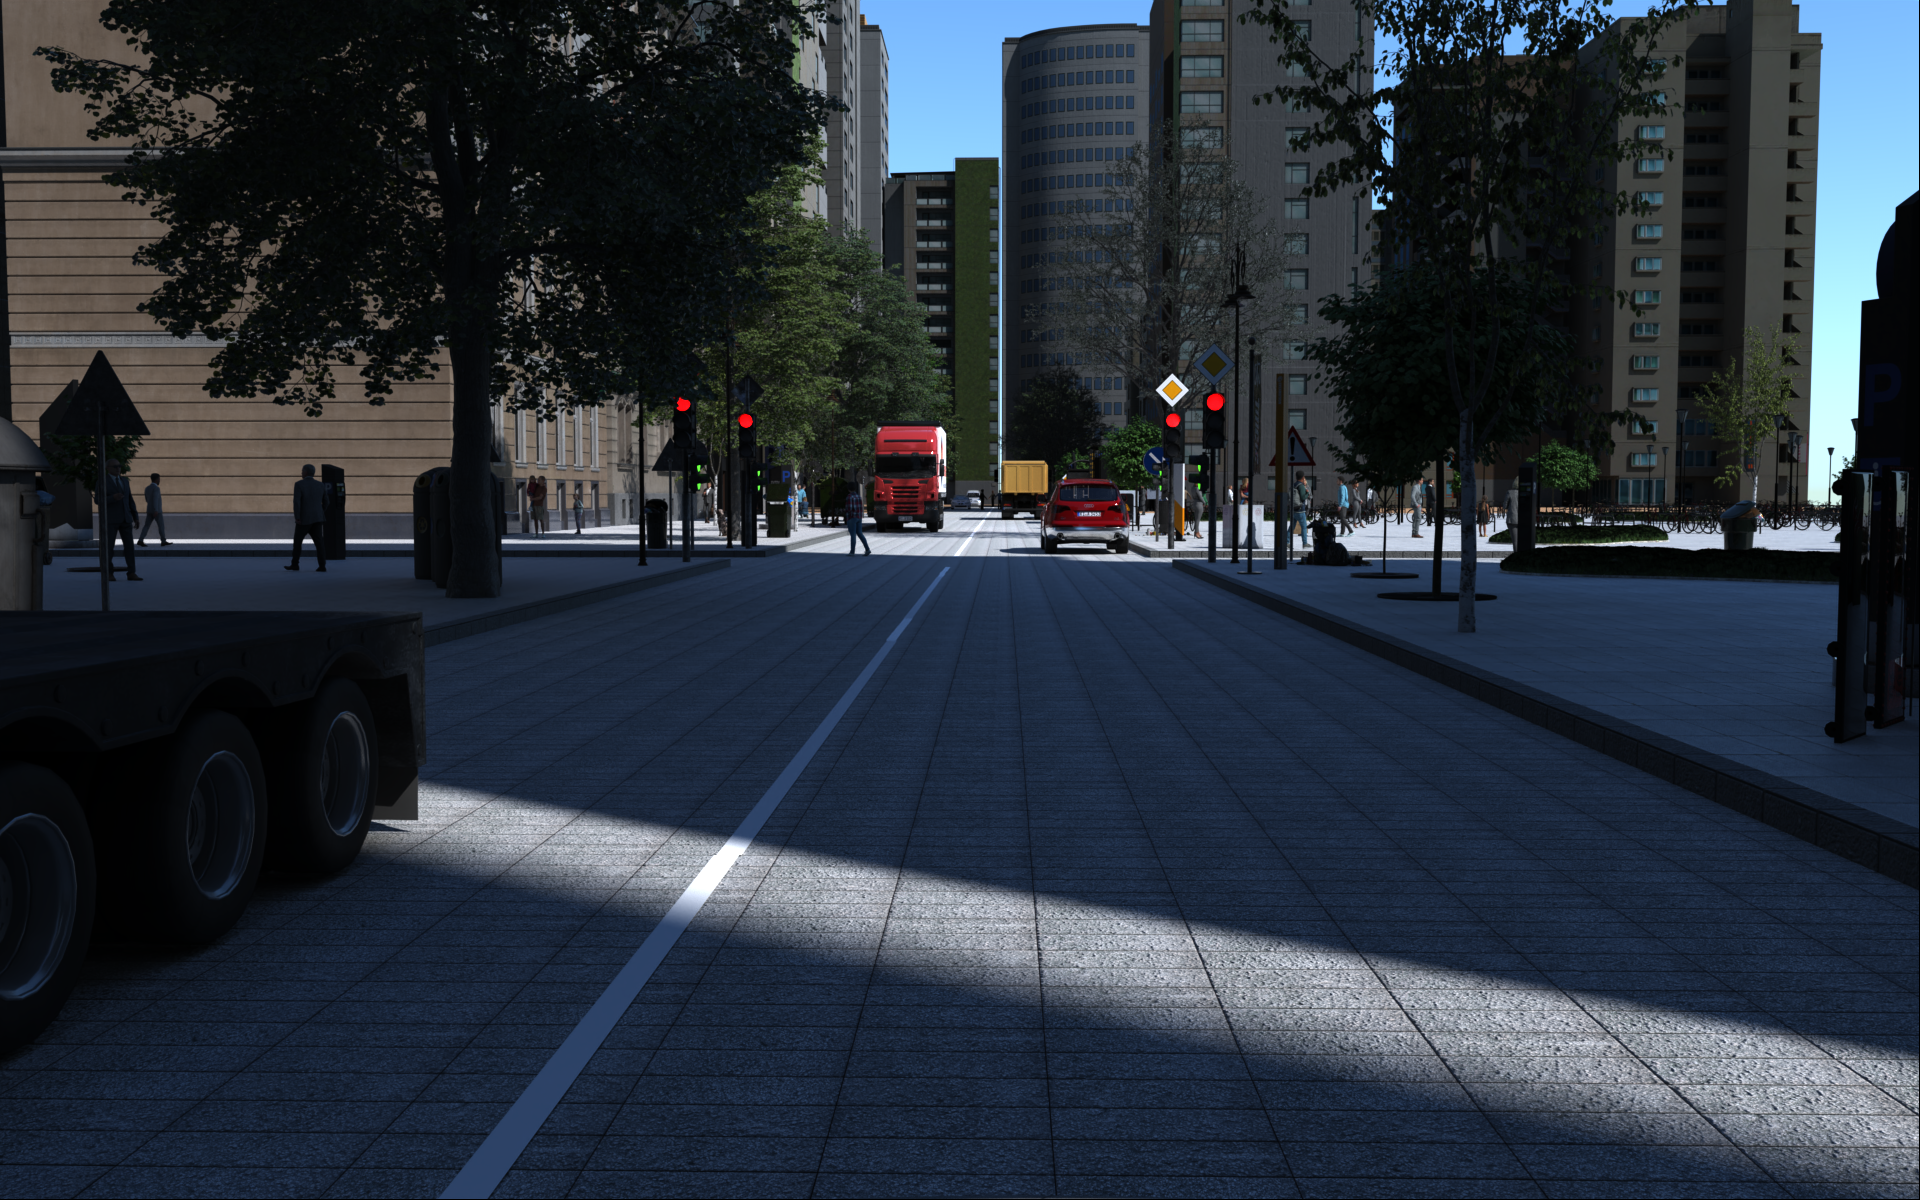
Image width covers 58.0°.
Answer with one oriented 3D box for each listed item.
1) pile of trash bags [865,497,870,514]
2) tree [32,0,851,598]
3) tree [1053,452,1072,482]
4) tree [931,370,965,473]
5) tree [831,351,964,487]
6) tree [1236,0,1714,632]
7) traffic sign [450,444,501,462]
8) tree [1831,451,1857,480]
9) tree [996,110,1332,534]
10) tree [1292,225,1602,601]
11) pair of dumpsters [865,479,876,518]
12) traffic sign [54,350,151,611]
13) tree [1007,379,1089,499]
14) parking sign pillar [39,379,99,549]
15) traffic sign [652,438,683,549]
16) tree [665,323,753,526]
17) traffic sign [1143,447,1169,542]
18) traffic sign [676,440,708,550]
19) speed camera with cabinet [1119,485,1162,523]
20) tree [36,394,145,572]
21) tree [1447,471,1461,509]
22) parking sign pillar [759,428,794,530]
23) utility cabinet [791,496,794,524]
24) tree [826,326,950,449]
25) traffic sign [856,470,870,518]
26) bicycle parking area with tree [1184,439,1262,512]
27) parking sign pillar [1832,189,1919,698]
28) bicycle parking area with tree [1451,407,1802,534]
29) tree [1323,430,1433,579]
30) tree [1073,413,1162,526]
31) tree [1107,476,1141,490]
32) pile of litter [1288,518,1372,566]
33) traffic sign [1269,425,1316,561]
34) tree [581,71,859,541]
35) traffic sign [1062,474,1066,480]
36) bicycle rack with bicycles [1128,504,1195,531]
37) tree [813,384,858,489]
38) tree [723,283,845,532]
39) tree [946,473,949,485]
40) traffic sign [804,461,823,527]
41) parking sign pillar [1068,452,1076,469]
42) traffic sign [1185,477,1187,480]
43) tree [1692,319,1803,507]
[{"bbox_3d":[-5.027,-6.061,108.851,1.912,1.369,3.447,1,4,23],"label":"pile of trash bags"},{"bbox_3d":[-5.981,-7.011,21.280,9.857,13.997,8.962,0,3,0],"label":"tree"},{"bbox_3d":[8.290,-8.519,122.998,4.285,4.588,4.351,0,3,0],"label":"tree"},{"bbox_3d":[-3.463,-13.919,145.701,7.486,12.596,7.792,0,3,0],"label":"tree"},{"bbox_3d":[-4.263,-12.721,125.000,9.611,12.733,9.660,0,3,0],"label":"tree"},{"bbox_3d":[4.635,-3.992,15.636,4.360,8.622,3.978,0,3,0],"label":"tree"},{"bbox_3d":[-8.088,-1.769,28.922,0.884,2.594,0.081,0,4,7],"label":"traffic sign"},{"bbox_3d":[39.321,-4.984,76.089,1.663,3.219,1.824,0,3,0],"label":"tree"},{"bbox_3d":[6.711,-8.887,55.679,12.009,13.543,11.850,0,3,0],"label":"tree"},{"bbox_3d":[5.814,-2.298,21.287,4.285,4.588,4.351,0,3,0],"label":"tree"},{"bbox_3d":[-4.486,-5.753,96.561,1.574,2.255,4.437,0,4,2],"label":"pair of dumpsters"},{"bbox_3d":[-7.767,-0.959,15.688,0.884,2.594,0.081,0,4,3],"label":"traffic sign"},{"bbox_3d":[9.982,-17.370,190.652,9.857,13.997,8.962,0,3,0],"label":"tree"},{"bbox_3d":[-21.296,-3.228,41.246,1.447,3.967,1.447,2,4,28],"label":"parking sign pillar"},{"bbox_3d":[-6.697,-2.451,40.075,0.884,2.594,0.081,0,4,3],"label":"traffic sign"},{"bbox_3d":[-9.973,-7.329,70.188,4.737,8.622,4.395,0,3,0],"label":"tree"},{"bbox_3d":[5.324,-2.850,46.707,0.768,2.556,0.104,1,4,11],"label":"traffic sign"},{"bbox_3d":[-6.151,-2.424,39.731,0.768,2.556,0.104,1,4,10],"label":"traffic sign"},{"bbox_3d":[8.069,-5.111,77.907,2.038,3.252,0.660,1,4,9],"label":"speed camera with cabinet"},{"bbox_3d":[-14.463,-2.089,28.764,1.663,3.219,1.824,0,3,0],"label":"tree"},{"bbox_3d":[29.054,-6.518,101.169,1.663,3.219,1.824,0,3,0],"label":"tree"},{"bbox_3d":[-6.626,-4.565,63.116,1.447,3.967,1.447,-2,4,-33],"label":"parking sign pillar"},{"bbox_3d":[-6.820,-3.386,66.519,1.020,1.237,0.306,2,4,28],"label":"utility cabinet"},{"bbox_3d":[-4.481,-10.895,103.888,9.928,11.665,9.643,0,3,0],"label":"tree"},{"bbox_3d":[-5.125,-5.603,91.722,0.768,2.556,0.104,0,4,6],"label":"traffic sign"},{"bbox_3d":[15.945,-6.251,89.198,9.016,4.147,8.231,-3,4,-36],"label":"bicycle parking area with tree"},{"bbox_3d":[6.530,-1.393,11.249,1.447,3.967,1.447,-1,4,-14],"label":"parking sign pillar"},{"bbox_3d":[21.744,-4.327,57.746,8.231,4.147,9.016,0,4,2],"label":"bicycle parking area with tree"},{"bbox_3d":[6.411,-1.959,26.624,1.663,3.219,1.824,0,3,0],"label":"tree"},{"bbox_3d":[7.239,-5.275,69.962,4.285,4.588,4.351,0,3,0],"label":"tree"},{"bbox_3d":[7.427,-5.211,79.795,1.663,3.219,1.824,0,3,0],"label":"tree"},{"bbox_3d":[6.727,-1.067,31.403,1.176,0.858,1.719,-1,4,-23],"label":"pile of litter"},{"bbox_3d":[6.310,-2.013,32.924,0.884,2.594,0.081,1,4,10],"label":"traffic sign"},{"bbox_3d":[-6.500,-7.918,47.581,7.486,12.596,7.792,0,3,0],"label":"tree"},{"bbox_3d":[6.937,-6.918,112.843,0.795,2.593,0.064,1,4,11],"label":"traffic sign"},{"bbox_3d":[6.906,-2.887,60.592,2.852,0.926,2.925,0,4,-1],"label":"bicycle rack with bicycles"},{"bbox_3d":[-8.052,-9.972,113.405,4.737,8.622,4.395,0,3,0],"label":"tree"},{"bbox_3d":[-5.742,-6.635,58.847,4.360,8.622,3.978,0,3,0],"label":"tree"},{"bbox_3d":[-2.722,-12.767,192.461,4.285,4.588,4.351,0,3,0],"label":"tree"},{"bbox_3d":[-5.637,-4.068,66.618,0.768,2.556,0.104,0,4,5],"label":"traffic sign"},{"bbox_3d":[7.183,-7.481,110.783,1.447,3.967,1.447,0,4,-1],"label":"parking sign pillar"},{"bbox_3d":[8.285,-4.073,66.589,0.884,2.594,0.081,1,4,11],"label":"traffic sign"},{"bbox_3d":[33.515,-7.512,73.188,4.737,8.622,4.395,0,3,0],"label":"tree"}]
